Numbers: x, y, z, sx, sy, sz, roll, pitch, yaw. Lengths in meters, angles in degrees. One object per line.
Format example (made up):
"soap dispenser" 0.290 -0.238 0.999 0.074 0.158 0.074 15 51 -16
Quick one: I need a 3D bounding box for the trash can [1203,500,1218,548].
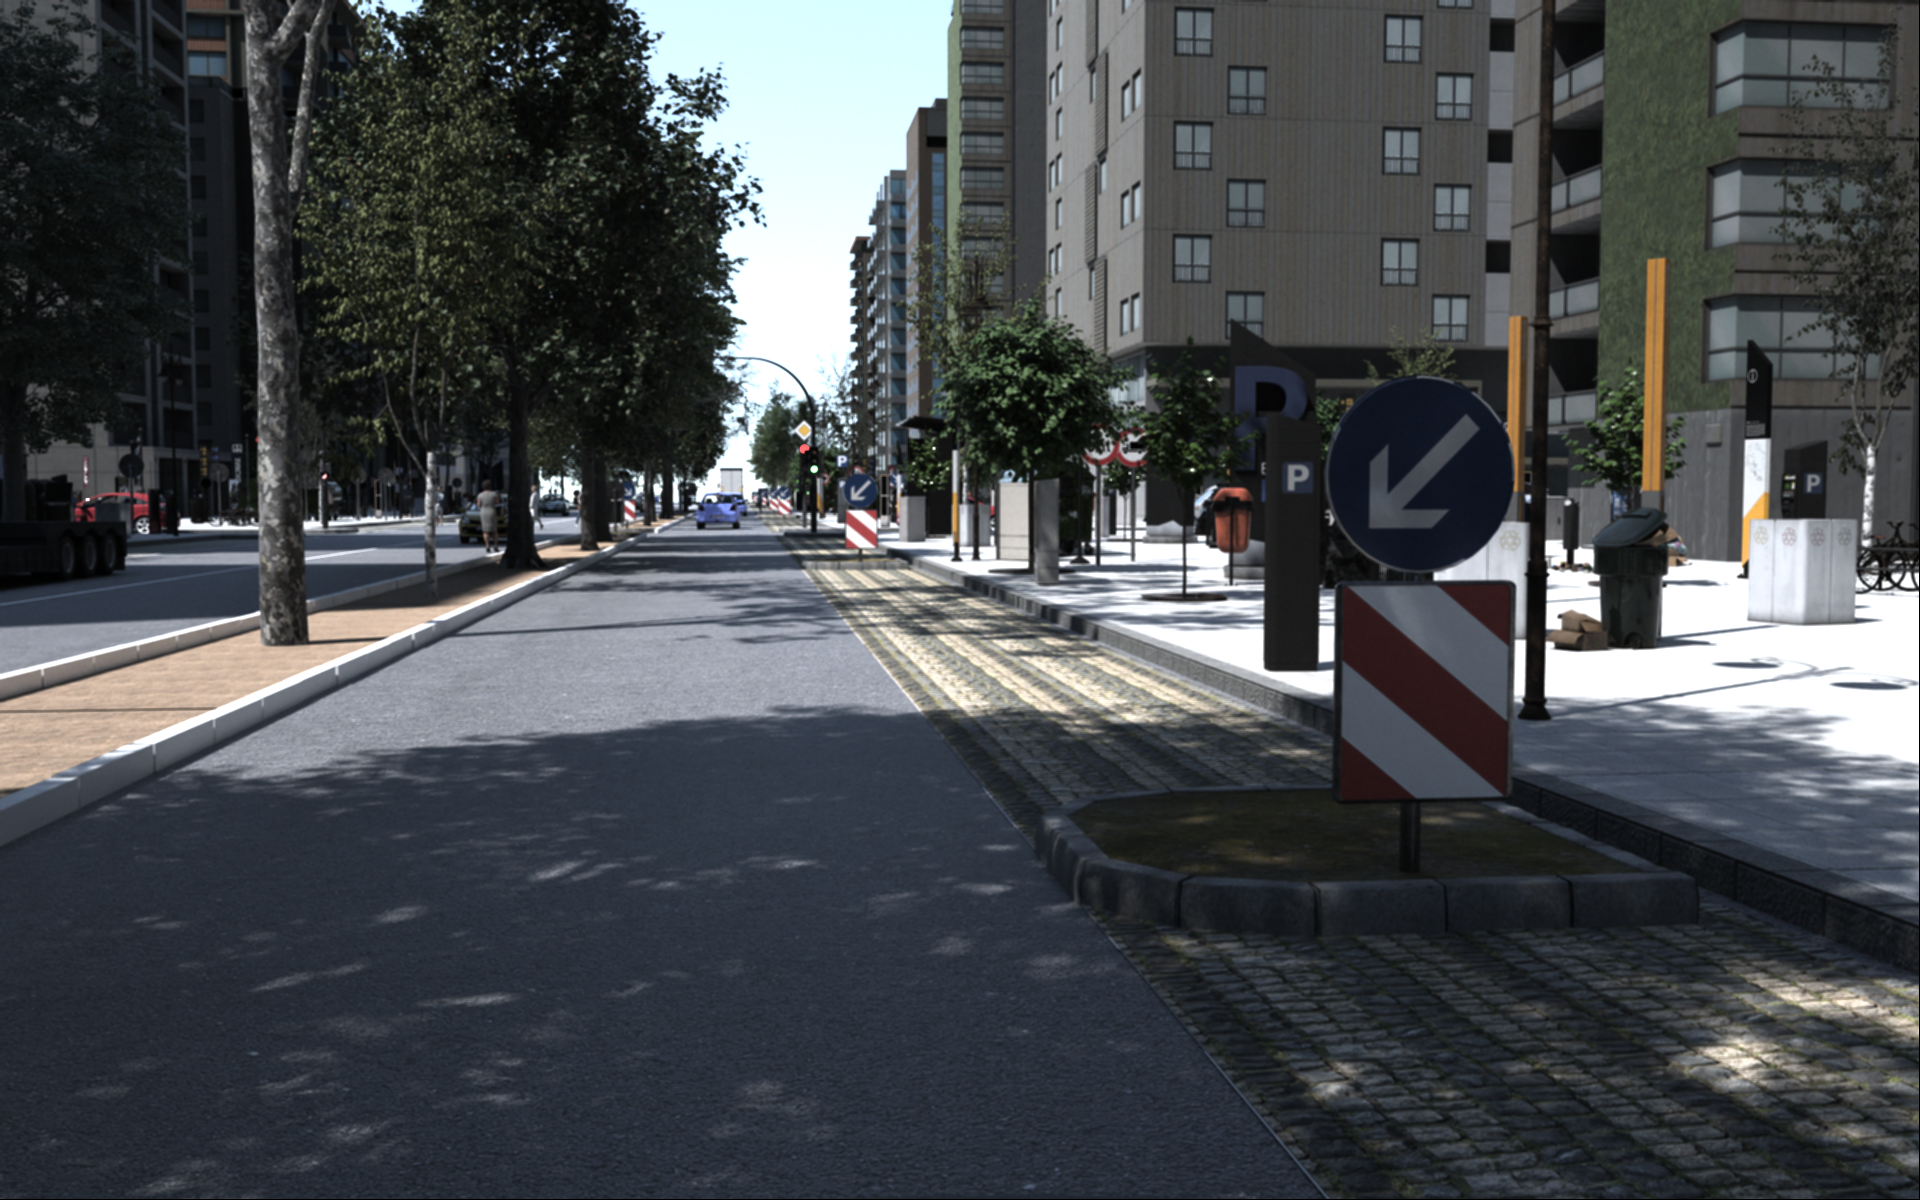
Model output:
"trash can" 6.146 -1.801 41.103 0.748 1.137 0.748 0 3 0

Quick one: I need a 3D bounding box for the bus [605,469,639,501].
"bus" -33.481 -10.993 171.277 2.896 3.916 12.252 0 4 -7

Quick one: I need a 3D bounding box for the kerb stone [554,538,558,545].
"kerb stone" -11.291 -1.567 47.815 0.120 0.150 1.000 0 4 -7

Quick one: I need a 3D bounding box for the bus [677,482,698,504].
"bus" -40.063 -15.877 254.455 2.948 3.499 13.247 -1 4 -9

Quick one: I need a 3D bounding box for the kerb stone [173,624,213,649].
"kerb stone" -7.261 0.362 16.288 0.120 0.150 1.000 0 4 -7

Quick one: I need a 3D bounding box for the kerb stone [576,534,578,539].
"kerb stone" -12.066 -1.940 53.907 0.120 0.150 1.000 0 4 -7

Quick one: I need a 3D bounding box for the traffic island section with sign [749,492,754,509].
"traffic island section with sign" -18.695 -9.482 163.656 1.989 1.847 2.006 0 4 -7

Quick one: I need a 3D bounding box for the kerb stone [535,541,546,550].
"kerb stone" -10.894 -1.381 44.770 0.120 0.150 1.000 0 4 -7

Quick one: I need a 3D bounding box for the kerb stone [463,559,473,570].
"kerb stone" -9.339 -0.635 32.576 0.120 0.150 1.000 0 4 -7

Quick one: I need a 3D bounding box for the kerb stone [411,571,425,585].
"kerb stone" -8.686 -0.324 27.488 0.120 0.150 1.000 0 4 -7

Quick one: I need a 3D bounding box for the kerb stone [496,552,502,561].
"kerb stone" -9.863 -0.883 36.634 0.120 0.150 1.000 0 4 -7

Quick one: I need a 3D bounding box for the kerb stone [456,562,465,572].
"kerb stone" -9.213 -0.569 31.554 0.120 0.150 1.000 0 4 -7

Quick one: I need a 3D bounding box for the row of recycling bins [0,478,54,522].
"row of recycling bins" -25.288 -2.430 46.840 1.069 1.692 3.534 0 4 -4

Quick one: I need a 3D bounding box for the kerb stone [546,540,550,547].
"kerb stone" -11.033 -1.442 45.785 0.120 0.150 1.000 0 4 -7

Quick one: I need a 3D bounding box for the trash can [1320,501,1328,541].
"trash can" 7.824 -1.646 38.561 0.748 1.137 0.748 0 3 0

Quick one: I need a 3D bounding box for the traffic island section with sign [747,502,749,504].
"traffic island section with sign" -22.195 -11.160 191.101 1.989 1.847 2.006 0 4 -7

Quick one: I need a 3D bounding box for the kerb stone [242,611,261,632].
"kerb stone" -7.522 0.244 18.318 0.120 0.150 1.000 0 4 -7

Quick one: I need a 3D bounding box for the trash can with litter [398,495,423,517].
"trash can with litter" -30.733 -5.272 97.249 1.678 1.210 2.233 1 4 9

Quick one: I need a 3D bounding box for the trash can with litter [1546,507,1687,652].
"trash can with litter" 5.416 -0.180 14.325 1.055 1.170 0.624 -2 4 -28

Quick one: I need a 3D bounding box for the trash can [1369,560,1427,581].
"trash can" 4.736 -0.432 18.723 0.748 1.137 0.748 0 3 0

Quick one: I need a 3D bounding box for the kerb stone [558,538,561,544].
"kerb stone" -11.421 -1.628 48.829 0.120 0.150 1.000 0 4 -7

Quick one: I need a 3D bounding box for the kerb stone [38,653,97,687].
"kerb stone" -6.871 0.548 13.243 0.120 0.150 1.000 0 4 -7

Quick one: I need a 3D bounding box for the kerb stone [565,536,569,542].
"kerb stone" -11.676 -1.742 50.861 0.120 0.150 1.000 0 4 -7

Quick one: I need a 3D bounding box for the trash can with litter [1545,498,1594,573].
"trash can with litter" 10.214 -1.107 29.155 1.678 1.210 2.233 1 4 13

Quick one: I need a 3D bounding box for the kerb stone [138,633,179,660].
"kerb stone" -7.133 0.427 15.273 0.120 0.150 1.000 0 4 -7

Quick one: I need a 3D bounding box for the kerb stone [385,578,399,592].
"kerb stone" -8.440 -0.198 25.445 0.120 0.150 1.000 0 4 -7

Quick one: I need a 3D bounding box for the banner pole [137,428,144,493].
"banner pole" -31.080 -4.629 65.698 0.401 3.779 0.863 -3 4 -37

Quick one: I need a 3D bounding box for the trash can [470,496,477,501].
"trash can" -38.295 -7.642 136.606 0.748 1.137 0.748 0 3 0

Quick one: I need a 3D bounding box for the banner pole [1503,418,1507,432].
"banner pole" 15.950 -3.678 50.146 0.401 3.779 0.863 -1 4 -21

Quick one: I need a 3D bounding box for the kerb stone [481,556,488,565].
"kerb stone" -9.610 -0.754 34.602 0.120 0.150 1.000 0 4 -7

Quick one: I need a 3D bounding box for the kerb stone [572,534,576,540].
"kerb stone" -11.927 -1.877 52.892 0.120 0.150 1.000 0 4 -7

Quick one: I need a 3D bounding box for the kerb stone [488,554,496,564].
"kerb stone" -9.735 -0.821 35.617 0.120 0.150 1.000 0 4 -7

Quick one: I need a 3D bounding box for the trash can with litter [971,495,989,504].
"trash can with litter" 1.146 -5.423 99.722 2.233 1.210 1.678 2 4 28

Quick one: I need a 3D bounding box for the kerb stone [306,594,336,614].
"kerb stone" -7.911 0.050 21.374 0.120 0.150 1.000 0 4 -7

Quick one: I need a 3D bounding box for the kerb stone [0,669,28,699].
"kerb stone" -6.746 0.610 12.228 0.120 0.150 1.000 0 4 -7

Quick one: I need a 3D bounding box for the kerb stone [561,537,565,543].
"kerb stone" -11.548 -1.689 49.846 0.120 0.150 1.000 0 4 -7

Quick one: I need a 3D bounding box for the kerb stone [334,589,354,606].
"kerb stone" -8.037 -0.008 22.391 0.120 0.150 1.000 0 4 -7

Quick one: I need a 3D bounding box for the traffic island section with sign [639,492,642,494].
"traffic island section with sign" -49.872 -16.080 271.527 1.989 1.847 2.006 0 4 -7

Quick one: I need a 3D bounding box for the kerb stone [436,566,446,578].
"kerb stone" -8.955 -0.448 29.526 0.120 0.150 1.000 0 4 -7

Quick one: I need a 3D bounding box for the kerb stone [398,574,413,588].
"kerb stone" -8.557 -0.260 26.462 0.120 0.150 1.000 0 4 -7

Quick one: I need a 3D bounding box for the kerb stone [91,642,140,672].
"kerb stone" -7.006 0.486 14.259 0.120 0.150 1.000 0 4 -7

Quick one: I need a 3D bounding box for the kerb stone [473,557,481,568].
"kerb stone" -9.471 -0.697 33.589 0.120 0.150 1.000 0 4 -7

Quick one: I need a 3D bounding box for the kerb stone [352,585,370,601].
"kerb stone" -8.176 -0.074 23.407 0.120 0.150 1.000 0 4 -7

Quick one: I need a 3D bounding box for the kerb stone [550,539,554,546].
"kerb stone" -11.153 -1.505 46.802 0.120 0.150 1.000 0 4 -7

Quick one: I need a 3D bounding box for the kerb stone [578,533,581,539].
"kerb stone" -12.192 -2.000 54.922 0.120 0.150 1.000 0 4 -7

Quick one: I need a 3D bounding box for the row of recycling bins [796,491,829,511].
"row of recycling bins" -11.547 -7.846 135.389 3.534 1.692 1.069 3 5 43

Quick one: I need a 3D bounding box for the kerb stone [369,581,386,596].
"kerb stone" -8.301 -0.136 24.427 0.120 0.150 1.000 0 4 -7

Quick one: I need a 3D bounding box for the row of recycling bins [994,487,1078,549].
"row of recycling bins" 1.817 -2.149 42.244 1.069 1.692 3.534 -2 4 -24

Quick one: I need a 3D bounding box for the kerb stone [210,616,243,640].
"kerb stone" -7.391 0.299 17.304 0.120 0.150 1.000 0 4 -7

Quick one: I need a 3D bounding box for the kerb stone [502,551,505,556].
"kerb stone" -9.989 -0.945 37.654 0.120 0.150 1.000 0 4 -7

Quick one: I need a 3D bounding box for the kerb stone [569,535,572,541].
"kerb stone" -11.808 -1.815 51.877 0.120 0.150 1.000 0 4 -7

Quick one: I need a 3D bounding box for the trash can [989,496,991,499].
"trash can" 2.317 -6.351 115.489 0.748 1.137 0.748 0 3 0

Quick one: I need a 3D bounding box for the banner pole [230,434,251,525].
"banner pole" -29.978 -5.034 72.326 0.863 3.779 0.401 -1 4 -22

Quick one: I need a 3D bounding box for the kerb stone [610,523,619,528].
"kerb stone" -14.334 -3.022 71.688 0.120 0.150 1.000 0 4 -7

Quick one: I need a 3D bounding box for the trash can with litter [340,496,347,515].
"trash can with litter" -37.754 -5.813 106.106 1.678 1.210 2.233 0 4 -1

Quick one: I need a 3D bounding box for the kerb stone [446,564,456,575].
"kerb stone" -9.083 -0.510 30.540 0.120 0.150 1.000 0 4 -7

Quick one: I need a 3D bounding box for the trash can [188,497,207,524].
"trash can" -33.174 -3.899 75.399 0.748 1.137 0.748 0 3 0
